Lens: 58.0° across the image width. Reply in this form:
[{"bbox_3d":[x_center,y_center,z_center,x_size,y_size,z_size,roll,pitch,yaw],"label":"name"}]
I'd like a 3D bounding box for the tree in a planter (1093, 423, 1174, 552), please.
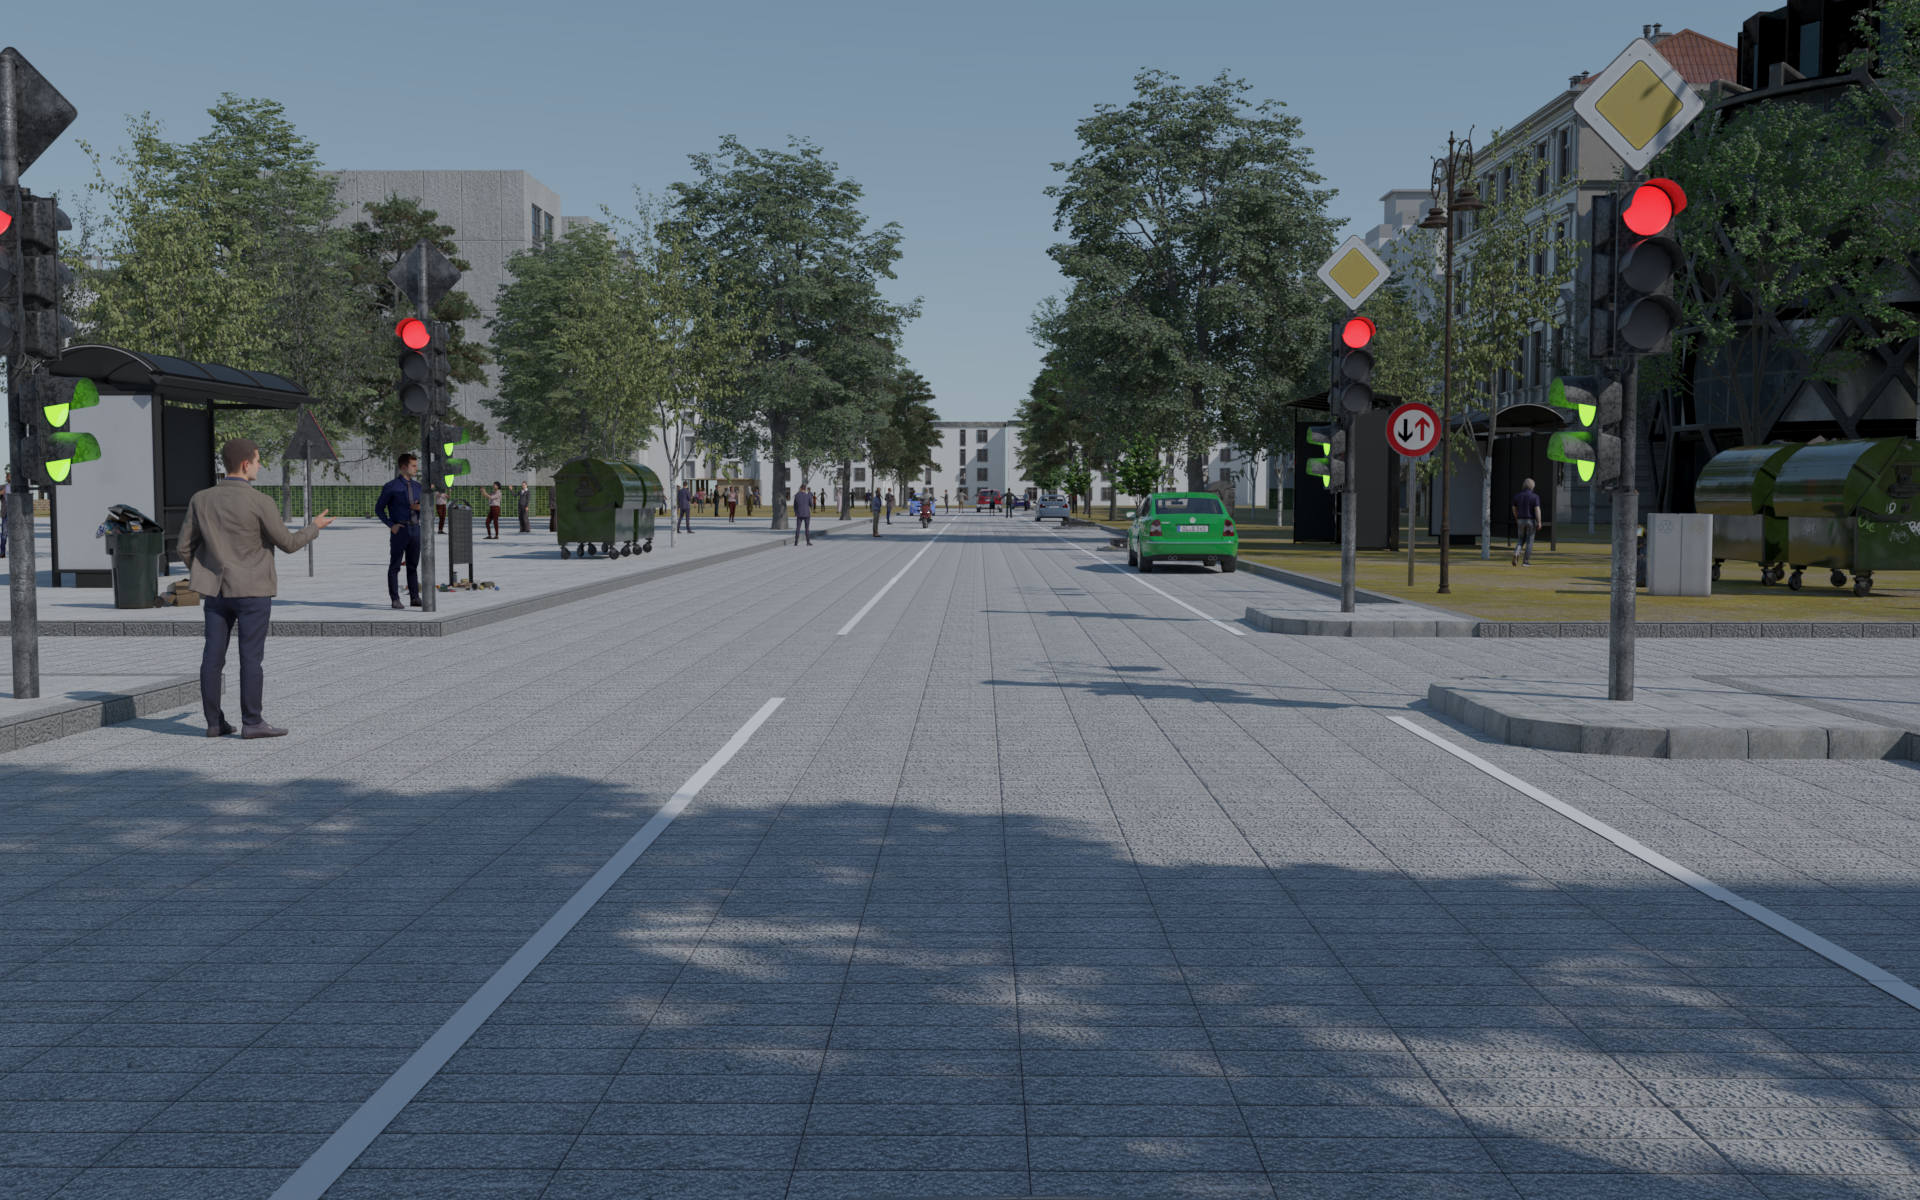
[{"bbox_3d":[4.479,-2.842,43.686,1.991,3.239,1.994,0,4,1],"label":"tree in a planter"}]

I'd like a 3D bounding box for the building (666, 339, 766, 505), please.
[{"bbox_3d":[-29.328,-21.363,205.710,11.380,20.091,16.016,0,4,1],"label":"building"}]

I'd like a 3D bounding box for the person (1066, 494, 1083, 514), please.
[{"bbox_3d":[7.547,-6.614,114.144,1.348,1.831,0.705,-2,4,-25],"label":"person"}]

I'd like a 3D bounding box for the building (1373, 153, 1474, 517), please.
[{"bbox_3d":[33.831,-15.009,101.819,16.016,20.091,11.380,0,4,1],"label":"building"}]

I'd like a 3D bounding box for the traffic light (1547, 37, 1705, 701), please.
[{"bbox_3d":[4.103,-1.312,10.691,0.839,4.213,0.868,0,4,1],"label":"traffic light"}]

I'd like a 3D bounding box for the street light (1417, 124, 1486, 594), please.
[{"bbox_3d":[6.253,-3.022,22.200,0.468,5.910,1.993,0,4,1],"label":"street light"}]

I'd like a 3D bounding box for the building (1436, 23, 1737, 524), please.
[{"bbox_3d":[31.202,-15.102,83.079,11.583,22.565,21.152,0,4,1],"label":"building"}]

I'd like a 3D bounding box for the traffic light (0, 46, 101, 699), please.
[{"bbox_3d":[-5.858,-1.317,10.780,0.839,4.213,0.868,0,4,1],"label":"traffic light"}]

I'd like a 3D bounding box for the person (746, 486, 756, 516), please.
[{"bbox_3d":[-12.265,-5.799,101.590,0.721,1.736,1.217,-2,4,-34],"label":"person"}]

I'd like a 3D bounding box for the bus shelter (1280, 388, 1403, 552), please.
[{"bbox_3d":[9.077,-3.080,41.640,1.731,3.624,6.357,0,4,1],"label":"bus shelter"}]

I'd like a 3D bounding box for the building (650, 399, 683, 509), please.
[{"bbox_3d":[-38.448,-12.589,147.982,28.070,9.664,9.099,0,4,1],"label":"building"}]

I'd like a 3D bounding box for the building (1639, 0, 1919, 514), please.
[{"bbox_3d":[34.893,-12.034,64.210,16.820,18.784,16.811,0,4,1],"label":"building"}]

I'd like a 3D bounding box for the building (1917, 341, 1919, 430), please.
[{"bbox_3d":[39.037,-14.996,42.454,25.104,27.353,12.463,0,4,1],"label":"building"}]

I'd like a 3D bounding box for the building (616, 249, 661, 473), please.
[{"bbox_3d":[-31.970,-16.855,131.997,16.016,20.091,11.380,0,4,1],"label":"building"}]

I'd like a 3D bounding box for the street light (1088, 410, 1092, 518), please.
[{"bbox_3d":[7.010,-7.380,93.444,0.468,5.910,1.993,0,4,1],"label":"street light"}]

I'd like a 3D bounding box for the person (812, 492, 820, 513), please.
[{"bbox_3d":[-9.796,-6.586,116.976,0.557,1.426,1.065,-2,4,-33],"label":"person"}]

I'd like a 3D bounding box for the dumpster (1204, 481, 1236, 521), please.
[{"bbox_3d":[11.257,-4.236,75.014,1.264,1.857,1.865,0,4,1],"label":"dumpster"}]

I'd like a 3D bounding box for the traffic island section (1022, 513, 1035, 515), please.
[{"bbox_3d":[5.305,-5.978,120.603,1.991,0.108,1.994,0,4,1],"label":"traffic island section"}]

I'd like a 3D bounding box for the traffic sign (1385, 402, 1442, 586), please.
[{"bbox_3d":[6.283,-1.465,24.059,0.768,2.556,0.104,0,4,6],"label":"traffic sign"}]

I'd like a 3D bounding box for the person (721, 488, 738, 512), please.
[{"bbox_3d":[-16.718,-7.260,125.468,1.217,1.736,0.721,0,4,5],"label":"person"}]

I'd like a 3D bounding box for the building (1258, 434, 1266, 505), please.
[{"bbox_3d":[47.554,-15.823,200.847,28.070,9.664,9.099,0,4,1],"label":"building"}]

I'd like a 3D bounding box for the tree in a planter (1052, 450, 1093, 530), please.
[{"bbox_3d":[4.777,-4.490,70.628,1.991,3.239,1.994,0,4,1],"label":"tree in a planter"}]

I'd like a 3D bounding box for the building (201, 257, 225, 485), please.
[{"bbox_3d":[-58.217,-17.565,143.601,11.380,20.091,16.016,0,4,1],"label":"building"}]

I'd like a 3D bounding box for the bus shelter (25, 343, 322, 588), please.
[{"bbox_3d":[-11.639,-1.967,26.081,2.014,3.302,5.546,0,4,1],"label":"bus shelter"}]

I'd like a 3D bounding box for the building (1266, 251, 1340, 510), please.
[{"bbox_3d":[34.854,-16.400,134.599,16.747,18.905,31.486,0,4,1],"label":"building"}]

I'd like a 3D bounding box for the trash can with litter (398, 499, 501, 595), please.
[{"bbox_3d":[-6.945,-0.733,23.042,1.678,1.210,2.233,1,4,14],"label":"trash can with litter"}]

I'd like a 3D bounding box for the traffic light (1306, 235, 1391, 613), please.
[{"bbox_3d":[4.188,-1.800,18.675,0.839,4.213,0.868,0,4,1],"label":"traffic light"}]

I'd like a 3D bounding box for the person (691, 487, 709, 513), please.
[{"bbox_3d":[-17.404,-6.685,116.067,1.217,1.743,0.721,0,4,-4],"label":"person"}]

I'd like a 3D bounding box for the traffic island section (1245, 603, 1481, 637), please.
[{"bbox_3d":[4.228,0.214,18.788,2.009,0.180,2.903,0,4,1],"label":"traffic island section"}]

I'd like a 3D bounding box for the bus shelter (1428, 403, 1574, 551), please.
[{"bbox_3d":[12.633,-2.896,41.266,2.014,3.302,5.546,0,4,0],"label":"bus shelter"}]

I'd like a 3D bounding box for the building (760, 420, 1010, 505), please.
[{"bbox_3d":[-8.627,-15.860,201.454,28.070,9.664,9.099,0,4,1],"label":"building"}]

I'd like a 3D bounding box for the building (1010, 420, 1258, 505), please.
[{"bbox_3d":[19.487,-15.848,201.263,28.070,9.664,9.099,0,4,1],"label":"building"}]

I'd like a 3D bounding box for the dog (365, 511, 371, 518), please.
[{"bbox_3d":[-31.029,-4.481,90.997,0.550,0.427,0.748,2,4,34],"label":"dog"}]

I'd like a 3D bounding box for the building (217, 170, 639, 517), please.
[{"bbox_3d":[-31.966,-14.935,110.640,16.747,18.905,31.486,0,4,1],"label":"building"}]

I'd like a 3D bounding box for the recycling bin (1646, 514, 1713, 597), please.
[{"bbox_3d":[9.127,-0.577,21.994,0.722,1.027,0.722,1,4,19],"label":"recycling bin"}]

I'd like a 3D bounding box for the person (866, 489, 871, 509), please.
[{"bbox_3d":[-8.058,-8.941,153.146,0.541,1.710,0.530,2,4,25],"label":"person"}]

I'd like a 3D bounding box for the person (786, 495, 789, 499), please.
[{"bbox_3d":[-12.733,-7.213,123.935,1.348,1.831,0.705,3,5,40],"label":"person"}]

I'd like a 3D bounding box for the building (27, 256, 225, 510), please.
[{"bbox_3d":[-69.589,-17.616,144.446,11.380,20.091,16.016,0,4,1],"label":"building"}]

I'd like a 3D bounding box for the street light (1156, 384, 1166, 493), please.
[{"bbox_3d":[6.636,-5.225,58.212,0.468,5.910,1.993,0,4,1],"label":"street light"}]

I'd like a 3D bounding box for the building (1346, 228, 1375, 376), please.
[{"bbox_3d":[33.381,-15.704,113.183,16.016,20.091,11.380,0,4,1],"label":"building"}]

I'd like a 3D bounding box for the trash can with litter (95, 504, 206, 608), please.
[{"bbox_3d":[-9.161,-0.505,19.649,0.624,1.170,1.055,2,4,33],"label":"trash can with litter"}]

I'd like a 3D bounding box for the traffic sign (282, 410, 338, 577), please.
[{"bbox_3d":[-10.045,-1.635,26.742,0.884,2.594,0.081,0,4,4],"label":"traffic sign"}]

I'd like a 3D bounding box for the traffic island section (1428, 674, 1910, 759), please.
[{"bbox_3d":[4.143,0.702,10.803,2.009,0.180,2.903,0,4,1],"label":"traffic island section"}]
